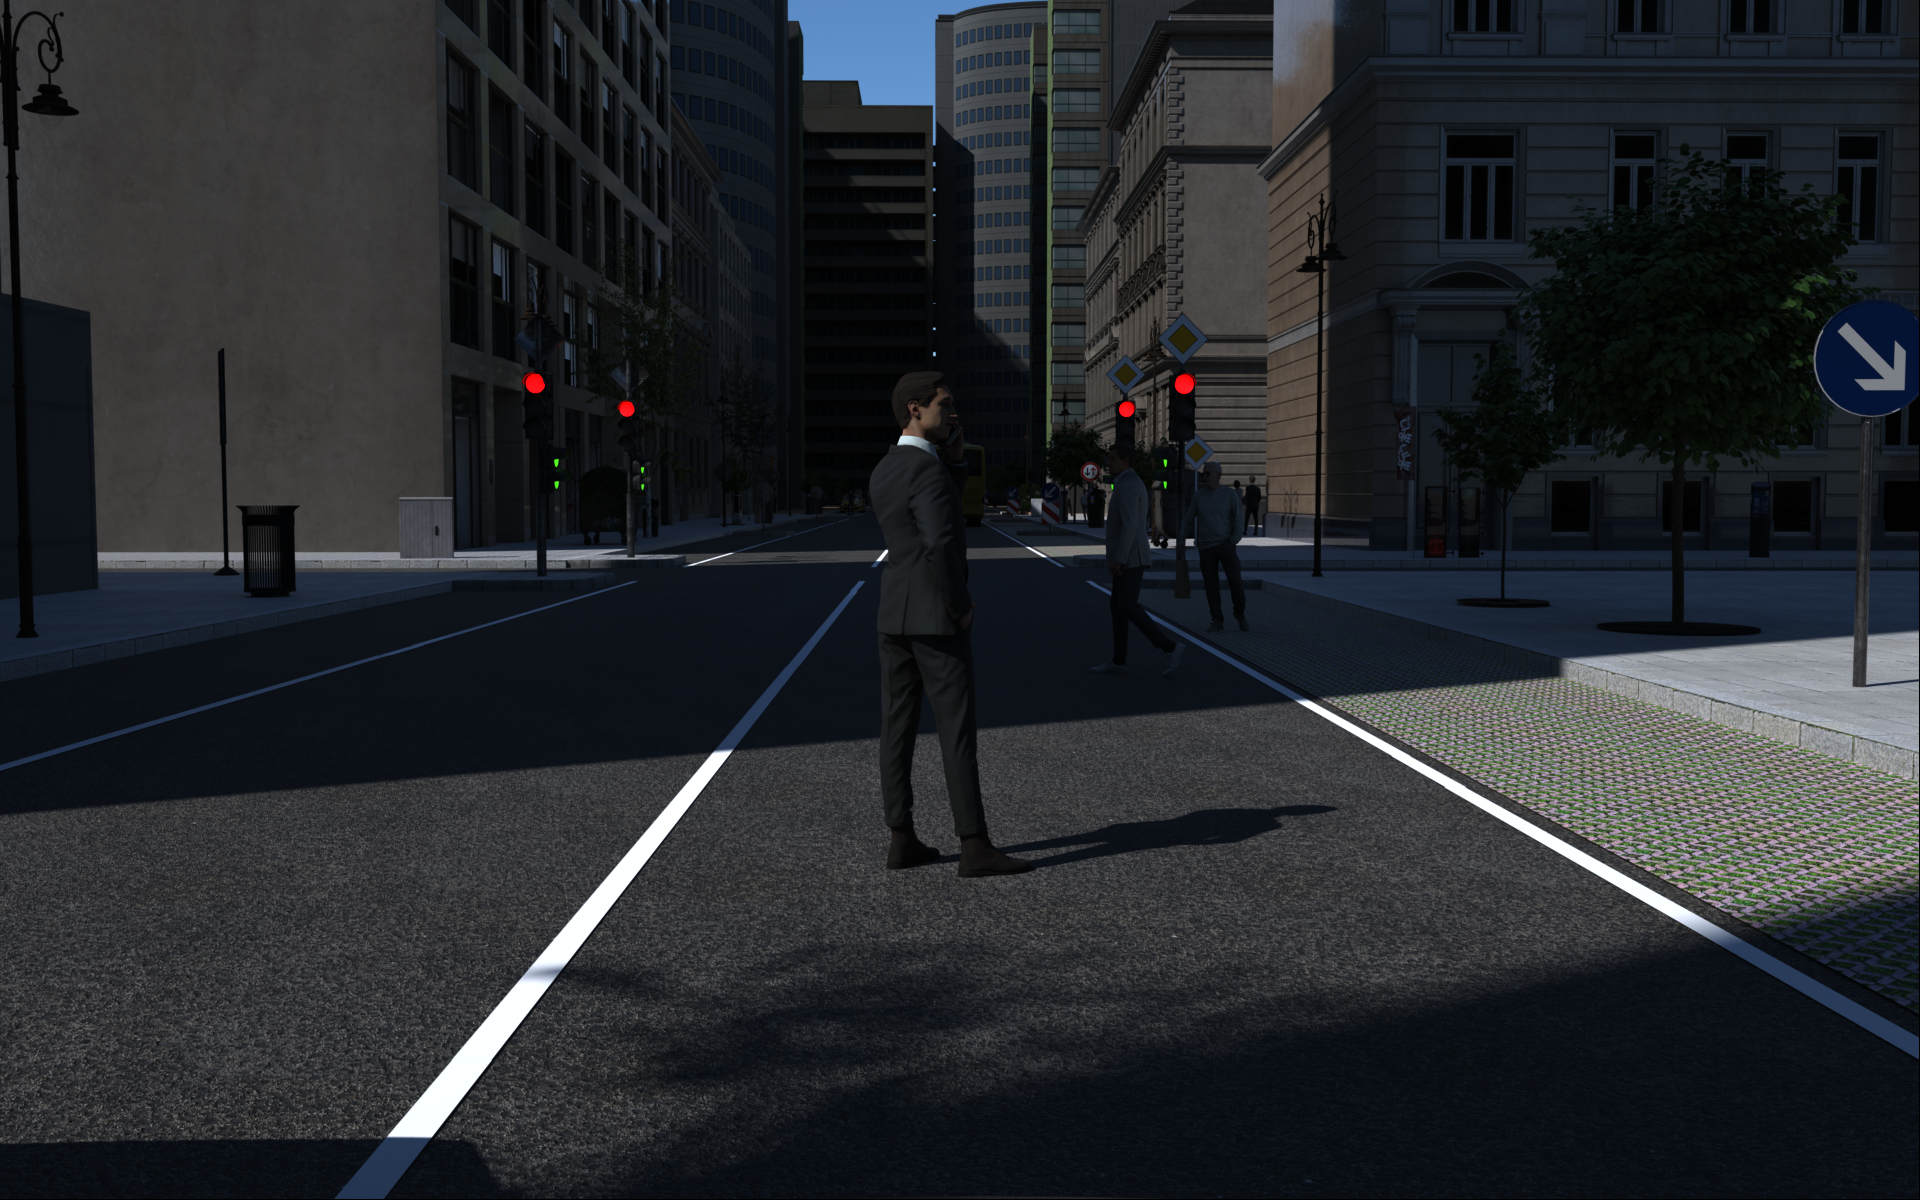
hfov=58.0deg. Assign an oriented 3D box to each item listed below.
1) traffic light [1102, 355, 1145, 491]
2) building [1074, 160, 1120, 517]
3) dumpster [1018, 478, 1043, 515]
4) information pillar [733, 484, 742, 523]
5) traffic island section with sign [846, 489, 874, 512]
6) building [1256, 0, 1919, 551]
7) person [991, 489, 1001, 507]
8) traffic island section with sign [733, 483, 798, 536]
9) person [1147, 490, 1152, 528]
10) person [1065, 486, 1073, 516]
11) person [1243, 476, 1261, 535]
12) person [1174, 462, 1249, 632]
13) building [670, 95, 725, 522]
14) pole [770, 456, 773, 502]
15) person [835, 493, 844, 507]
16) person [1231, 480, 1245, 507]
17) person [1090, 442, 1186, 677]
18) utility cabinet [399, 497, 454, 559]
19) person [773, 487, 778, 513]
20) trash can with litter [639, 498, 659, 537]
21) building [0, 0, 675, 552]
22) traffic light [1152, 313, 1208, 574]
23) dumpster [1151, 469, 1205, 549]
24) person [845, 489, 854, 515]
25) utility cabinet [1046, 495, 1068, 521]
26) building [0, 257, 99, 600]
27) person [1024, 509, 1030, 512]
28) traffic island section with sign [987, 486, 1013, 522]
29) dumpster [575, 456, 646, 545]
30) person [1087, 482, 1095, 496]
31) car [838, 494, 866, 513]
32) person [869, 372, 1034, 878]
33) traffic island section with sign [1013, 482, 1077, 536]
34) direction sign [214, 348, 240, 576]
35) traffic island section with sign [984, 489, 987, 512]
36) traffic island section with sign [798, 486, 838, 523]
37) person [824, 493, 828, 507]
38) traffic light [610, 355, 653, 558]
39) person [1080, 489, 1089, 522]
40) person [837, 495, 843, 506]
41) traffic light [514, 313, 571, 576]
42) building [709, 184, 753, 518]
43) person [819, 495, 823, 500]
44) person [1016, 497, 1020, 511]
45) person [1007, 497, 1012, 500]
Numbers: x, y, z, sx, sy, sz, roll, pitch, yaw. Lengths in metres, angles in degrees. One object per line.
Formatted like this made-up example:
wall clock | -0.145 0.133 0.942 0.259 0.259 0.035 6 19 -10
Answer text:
traffic light | 3.322 -2.824 35.087 0.839 4.253 0.868 0 4 -1
building | 13.199 -16.136 99.974 11.583 22.565 21.152 0 4 -1
dumpster | 4.341 -6.408 107.269 1.502 2.255 1.985 0 4 -1
information pillar | -9.761 -4.373 75.993 0.304 2.012 0.304 1 4 14
traffic island section with sign | -7.956 -7.863 137.182 1.989 1.847 2.006 0 4 -1
building | 18.848 -15.819 44.541 20.117 28.700 13.634 0 4 -1
person | 3.423 -9.962 169.005 0.705 1.814 1.350 3 5 45
traffic island section with sign | -6.736 -3.121 59.655 1.989 1.847 2.006 0 4 -1
person | 7.159 -3.613 65.298 0.466 1.800 0.511 -3 4 -37
person | 6.247 -5.725 100.051 0.834 1.777 0.661 2 4 32
person | 9.024 -2.935 53.806 0.659 1.850 0.755 -1 4 -18
person | 2.584 -0.549 17.955 0.782 1.767 0.515 2 4 24
building | -18.154 -15.036 81.990 11.583 22.565 21.152 0 4 -1
pole | -10.031 -6.018 92.229 0.158 3.312 0.155 0 3 0
person | -12.105 -10.269 174.648 1.217 1.736 0.721 1 4 13
person | 9.826 -3.371 61.519 0.716 1.782 0.532 -3 5 -44
person | 1.411 -0.328 13.708 0.795 1.843 0.661 1 4 15
utility cabinet | -10.659 -1.435 34.618 1.020 1.237 0.306 -1 4 -14
person | -12.473 -6.774 117.509 0.721 1.736 1.217 -1 4 -12
trash can with litter | -9.327 -2.475 51.855 0.624 1.170 1.055 -1 4 -13
building | -21.214 -15.273 54.222 19.350 26.468 34.151 0 4 -1
traffic light | 3.448 -2.335 27.103 0.839 4.253 0.868 0 4 -1
dumpster | 5.300 -2.177 41.359 1.264 1.857 1.865 0 4 -1
person | -7.403 -6.539 115.858 0.568 1.767 0.683 2 4 24
utility cabinet | 4.618 -4.361 82.459 1.020 1.237 0.306 1 4 23
building | -21.820 -35.028 10.960 20.611 71.187 20.563 0 4 -1
person | 4.716 -7.020 121.276 0.568 1.767 0.683 3 4 37
traffic island section with sign | 2.539 -4.869 88.237 1.989 1.847 2.006 0 4 -1
dumpster | -8.891 -2.542 44.049 1.502 2.255 1.985 0 4 -1
person | 5.344 -3.882 69.782 0.793 1.790 0.793 1 4 20
car | -8.005 -7.268 129.053 2.015 1.641 3.980 0 4 1
person | -0.075 0.073 6.664 0.474 1.900 0.648 -2 4 -33
traffic island section with sign | 2.977 -3.148 60.095 1.989 1.847 2.006 0 4 -1
direction sign | -11.611 -2.160 27.315 0.379 3.537 0.876 -2 4 -27
traffic island section with sign | 1.781 -7.848 136.944 1.989 1.847 2.006 0 4 -1
traffic island section with sign | -7.181 -4.815 87.358 1.989 1.847 2.006 0 4 -1
person | -13.768 -10.391 175.938 0.705 1.824 1.348 -3 4 -36
traffic light | -6.637 -2.813 34.916 0.839 4.253 0.868 0 4 -1
person | 5.837 -4.370 80.086 0.503 1.515 0.523 -1 4 -12
person | -12.901 -10.877 187.112 0.991 1.433 0.599 2 4 31
traffic light | -6.512 -2.325 26.932 0.839 4.253 0.868 0 4 -1
building | -18.254 -15.077 101.260 10.420 20.320 16.860 0 4 -1
person | -13.591 -9.989 170.172 0.445 1.727 0.742 0 4 -3
person | 4.458 -7.429 130.738 0.421 1.427 0.697 1 4 18
person | 4.980 -9.513 162.299 1.217 1.735 0.721 2 4 24
